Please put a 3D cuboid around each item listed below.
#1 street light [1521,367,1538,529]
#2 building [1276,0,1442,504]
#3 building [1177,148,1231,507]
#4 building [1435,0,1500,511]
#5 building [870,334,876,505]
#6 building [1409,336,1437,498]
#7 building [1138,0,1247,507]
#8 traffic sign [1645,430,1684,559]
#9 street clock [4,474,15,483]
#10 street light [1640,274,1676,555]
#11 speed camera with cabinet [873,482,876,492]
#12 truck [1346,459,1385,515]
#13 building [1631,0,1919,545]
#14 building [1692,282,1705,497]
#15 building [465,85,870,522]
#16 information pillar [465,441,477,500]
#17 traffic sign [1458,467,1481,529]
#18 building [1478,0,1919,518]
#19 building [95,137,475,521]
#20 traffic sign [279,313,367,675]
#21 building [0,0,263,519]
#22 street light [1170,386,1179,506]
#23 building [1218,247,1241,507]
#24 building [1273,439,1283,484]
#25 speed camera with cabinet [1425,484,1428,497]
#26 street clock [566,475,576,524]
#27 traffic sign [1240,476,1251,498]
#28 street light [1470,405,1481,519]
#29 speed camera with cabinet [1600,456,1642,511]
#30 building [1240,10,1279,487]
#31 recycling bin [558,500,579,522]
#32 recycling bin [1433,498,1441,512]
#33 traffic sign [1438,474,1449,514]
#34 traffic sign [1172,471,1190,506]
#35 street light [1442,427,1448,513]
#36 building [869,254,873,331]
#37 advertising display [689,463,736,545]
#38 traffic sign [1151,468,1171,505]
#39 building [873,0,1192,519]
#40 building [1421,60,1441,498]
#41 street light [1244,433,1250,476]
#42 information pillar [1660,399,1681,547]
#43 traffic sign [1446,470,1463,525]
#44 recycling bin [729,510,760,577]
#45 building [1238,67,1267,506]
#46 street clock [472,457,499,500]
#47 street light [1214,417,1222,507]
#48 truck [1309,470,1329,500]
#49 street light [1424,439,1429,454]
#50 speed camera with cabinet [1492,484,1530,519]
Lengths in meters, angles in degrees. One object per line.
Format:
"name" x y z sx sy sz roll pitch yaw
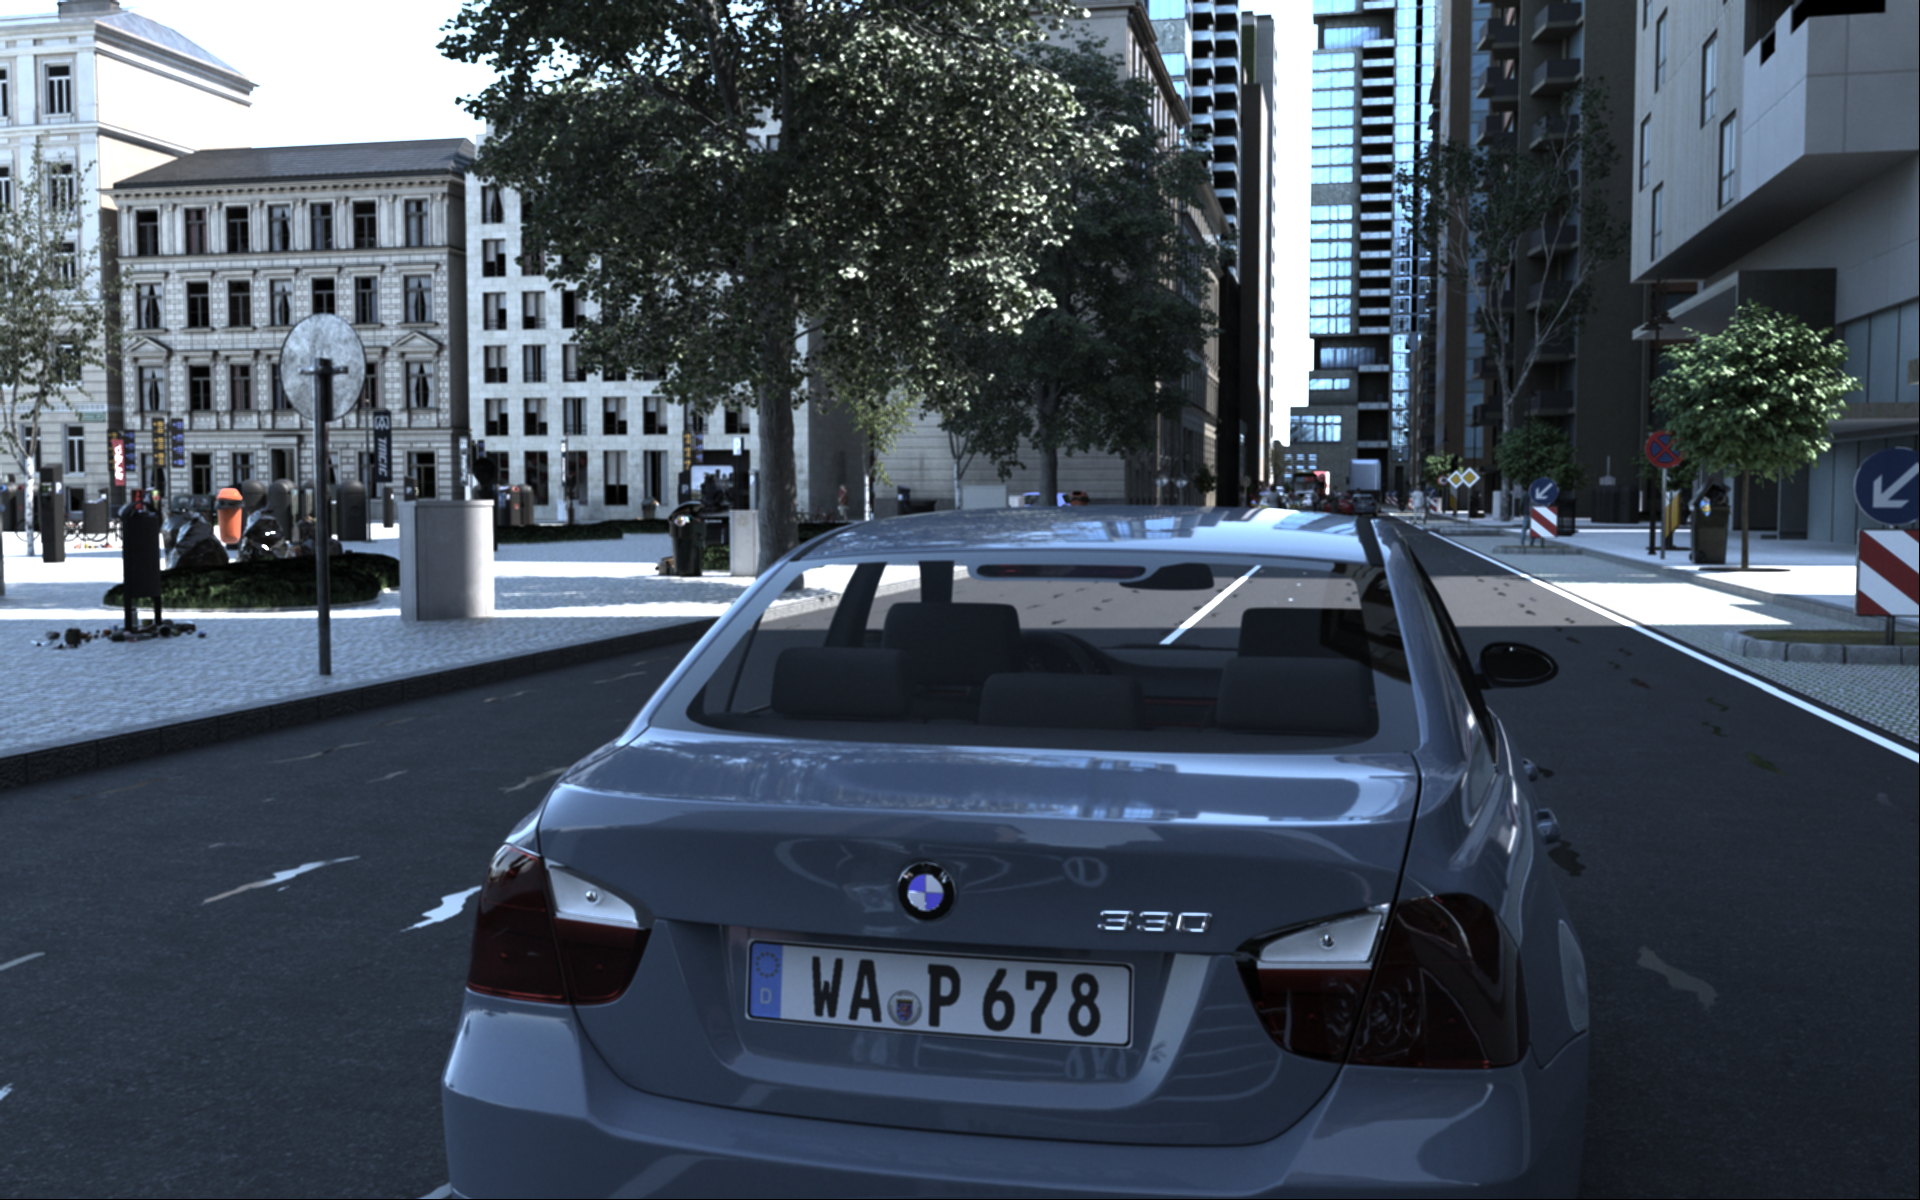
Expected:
"street light" 20.674 -5.518 63.007 0.468 5.910 1.993 1 4 13
"building" 59.690 -56.459 235.771 31.000 86.520 22.319 1 4 13
"building" 8.893 -17.260 115.478 16.112 22.955 30.059 1 4 13
"building" 44.885 -29.679 135.359 14.600 45.320 14.200 1 4 13
"building" -4.106 -22.778 217.451 28.899 21.520 27.650 1 4 13
"building" 67.003 -21.750 200.650 27.650 21.520 28.899 1 4 13
"building" 16.576 -52.085 164.256 22.319 86.520 31.000 1 4 13
"traffic sign" 13.868 -2.079 34.105 0.768 2.556 0.104 1 4 14
"street clock" -34.073 -3.521 62.130 0.471 2.002 0.358 3 5 42
"street light" 14.666 -3.898 36.523 0.468 5.910 1.993 1 4 13
"speed camera with cabinet" -5.730 -7.878 123.141 0.660 3.252 2.038 1 4 9
"truck" 29.803 -8.463 128.122 2.967 4.110 18.799 1 4 14
"building" 33.729 -27.817 44.040 28.713 52.752 27.495 1 4 13
"building" 48.972 -32.575 74.605 28.212 58.520 21.231 1 4 13
"building" -13.934 -14.085 85.038 16.860 20.320 10.420 1 4 13
"information pillar" -20.290 -4.920 71.796 0.504 3.616 0.183 -1 4 -11
"traffic sign" 18.764 -3.682 63.840 0.795 2.450 0.064 1 4 13
"building" 42.807 -27.479 103.910 22.147 44.769 28.867 1 4 13
"building" -32.021 -13.707 88.735 19.286 19.102 10.561 1 4 13
"traffic sign" -4.509 -0.741 12.223 0.768 2.556 0.104 1 4 21
"building" -50.859 -18.872 94.469 20.117 28.700 13.634 1 4 13
"street light" 9.099 -6.213 74.374 0.468 5.910 1.993 1 4 13
"building" 15.529 -18.824 137.453 12.332 23.373 15.834 1 4 13
"building" 31.822 -40.180 246.186 27.495 52.752 28.713 1 4 13
"speed camera with cabinet" 35.933 -8.455 132.567 0.660 3.252 2.038 1 4 15
"street clock" -14.765 -3.744 65.790 0.358 2.002 0.471 1 4 11
"traffic sign" 20.286 -7.522 123.084 0.768 2.556 0.104 1 4 17
"street light" 26.816 -7.186 90.279 0.468 5.910 1.993 1 4 13
"speed camera with cabinet" 34.456 -5.869 90.292 2.038 3.252 0.660 0 4 7
"building" 24.405 -41.039 212.980 28.212 58.520 21.231 1 4 13
"recycling bin" -17.999 -4.102 79.626 0.722 1.027 0.722 2 4 25
"recycling bin" 33.674 -6.738 122.715 0.722 1.027 0.722 1 4 8
"traffic sign" 31.377 -6.869 112.417 0.768 2.556 0.104 1 4 14
"traffic sign" 9.440 -4.311 74.120 0.795 2.450 0.064 1 4 13
"street light" 32.709 -8.807 116.789 0.468 5.910 1.993 1 4 13
"building" -10.627 -36.595 252.947 28.867 44.769 22.147 1 4 13
"advertising display" -5.194 -1.905 36.362 0.974 1.923 0.123 0 4 -2
"traffic sign" 7.697 -3.834 66.327 0.795 2.450 0.064 1 4 13
"building" 4.380 -17.783 88.021 12.463 27.353 25.104 1 4 13
"building" 57.685 -31.625 171.696 22.147 44.769 28.867 1 4 13
"street light" 21.226 -9.531 128.625 0.468 5.910 1.993 1 4 13
"information pillar" 16.842 -3.032 40.920 0.183 3.616 0.504 -1 4 -18
"traffic sign" 20.507 -4.158 71.633 0.795 2.450 0.064 1 4 13
"recycling bin" -3.226 -0.884 27.013 0.722 1.027 0.722 -1 4 -9
"building" 25.664 -32.839 187.026 14.600 45.320 14.200 1 4 13
"street clock" -9.394 -1.820 34.327 0.471 2.002 0.358 0 4 1
"street light" 15.110 -7.876 101.561 0.468 5.910 1.993 1 4 13
"truck" 41.508 -13.012 201.658 2.839 4.237 11.283 1 4 14
"street light" 38.814 -10.473 144.023 0.468 5.910 1.993 1 4 13
"speed camera with cabinet" 28.125 -5.744 88.252 2.038 3.252 0.660 -2 4 -25
